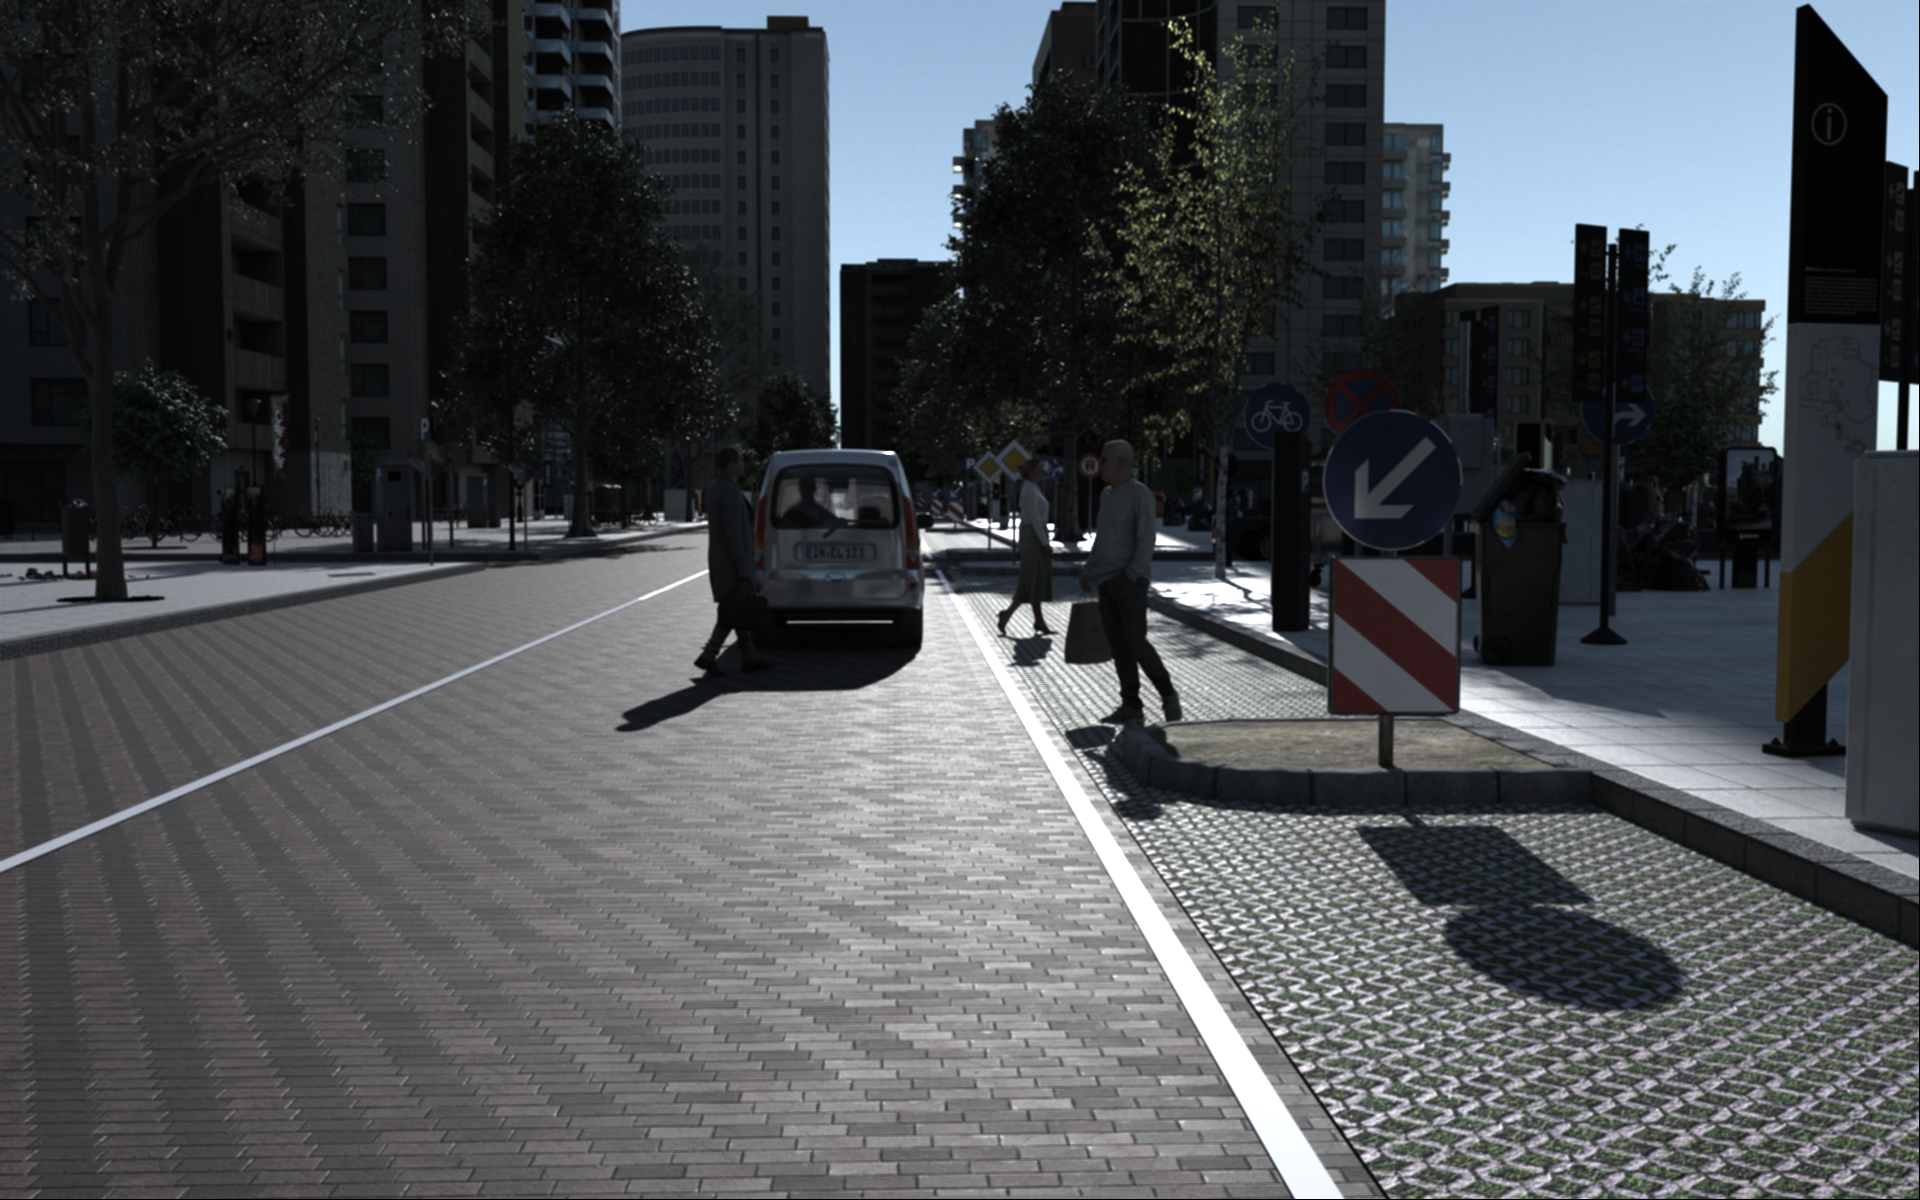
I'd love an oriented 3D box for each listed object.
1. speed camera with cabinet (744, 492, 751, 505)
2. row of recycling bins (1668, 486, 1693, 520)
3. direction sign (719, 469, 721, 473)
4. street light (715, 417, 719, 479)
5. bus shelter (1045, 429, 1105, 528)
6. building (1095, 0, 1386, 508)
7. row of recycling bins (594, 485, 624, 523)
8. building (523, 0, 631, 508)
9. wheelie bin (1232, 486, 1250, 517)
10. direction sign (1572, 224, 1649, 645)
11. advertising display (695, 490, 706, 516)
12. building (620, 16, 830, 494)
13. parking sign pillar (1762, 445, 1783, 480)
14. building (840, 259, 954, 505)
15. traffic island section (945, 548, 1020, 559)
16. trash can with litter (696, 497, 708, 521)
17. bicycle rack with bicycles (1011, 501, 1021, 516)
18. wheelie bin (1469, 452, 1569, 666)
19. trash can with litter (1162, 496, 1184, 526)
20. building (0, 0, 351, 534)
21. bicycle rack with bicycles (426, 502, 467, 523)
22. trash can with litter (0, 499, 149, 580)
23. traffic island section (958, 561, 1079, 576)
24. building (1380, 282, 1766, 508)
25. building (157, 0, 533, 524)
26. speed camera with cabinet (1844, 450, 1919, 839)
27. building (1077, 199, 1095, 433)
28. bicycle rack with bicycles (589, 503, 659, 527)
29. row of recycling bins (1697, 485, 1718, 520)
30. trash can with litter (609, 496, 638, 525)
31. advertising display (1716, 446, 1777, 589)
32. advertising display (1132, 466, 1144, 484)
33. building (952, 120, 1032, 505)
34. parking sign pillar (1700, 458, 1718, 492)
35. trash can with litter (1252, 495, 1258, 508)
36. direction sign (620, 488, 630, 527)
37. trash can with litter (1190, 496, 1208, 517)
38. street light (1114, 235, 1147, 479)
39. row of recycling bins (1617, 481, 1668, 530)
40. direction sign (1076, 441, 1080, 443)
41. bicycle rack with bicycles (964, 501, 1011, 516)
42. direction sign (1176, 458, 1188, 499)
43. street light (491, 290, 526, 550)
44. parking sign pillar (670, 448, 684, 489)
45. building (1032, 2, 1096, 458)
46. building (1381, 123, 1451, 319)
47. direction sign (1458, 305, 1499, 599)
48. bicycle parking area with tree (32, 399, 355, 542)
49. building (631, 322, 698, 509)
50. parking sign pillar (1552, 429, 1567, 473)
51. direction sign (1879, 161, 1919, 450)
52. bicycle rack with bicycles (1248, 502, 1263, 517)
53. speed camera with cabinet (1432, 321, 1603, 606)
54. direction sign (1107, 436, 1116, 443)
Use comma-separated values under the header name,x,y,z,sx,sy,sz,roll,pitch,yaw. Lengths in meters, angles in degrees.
name,x,y,z,sx,sy,sz,roll,pitch,yaw
speed camera with cabinet,-14.620,-7.295,113.606,0.660,3.252,2.038,3,5,40
row of recycling bins,34.688,-4.797,85.551,3.534,1.692,1.069,0,4,4
direction sign,-13.190,-6.339,95.634,0.379,3.537,0.876,-1,4,-18
street light,-12.156,-6.949,86.407,0.468,5.910,1.993,0,4,-2
bus shelter,4.361,-4.557,65.788,1.731,3.624,6.357,0,4,-2
building,19.590,-42.474,132.699,20.563,71.187,20.611,0,4,-2
row of recycling bins,-15.910,-4.384,78.787,1.069,1.692,3.534,0,4,0
building,-36.130,-49.803,126.958,22.319,86.520,31.000,0,4,-2
wheelie bin,10.837,-3.605,66.850,0.693,1.594,0.980,0,4,6
direction sign,5.544,-1.395,14.812,0.876,3.537,0.379,-2,4,-29
advertising display,-15.089,-5.837,100.653,0.123,1.923,0.974,-3,5,-44
building,-30.504,-41.305,217.329,28.212,58.520,21.231,0,4,-2
parking sign pillar,44.515,-6.497,94.700,1.447,3.967,1.447,1,4,16
building,-7.892,-27.152,215.628,14.107,30.474,14.160,0,4,-2
traffic island section,0.691,-1.047,39.402,2.009,0.180,2.903,0,4,-2
trash can with litter,-12.227,-4.462,84.007,1.678,1.210,2.233,0,4,-5
bicycle rack with bicycles,5.076,-5.906,109.937,2.852,0.926,2.925,1,4,14
wheelie bin,4.248,-0.322,13.165,0.693,1.594,0.980,1,4,12
trash can with litter,8.443,-3.537,69.212,1.055,1.170,0.624,-3,5,-42
building,-30.925,-17.685,60.855,14.160,30.474,14.107,0,4,-2
bicycle rack with bicycles,-22.539,-3.956,78.060,2.852,0.926,2.925,3,5,41
trash can with litter,-13.683,-0.942,26.452,2.233,1.210,1.678,2,4,25
traffic island section,1.003,-0.559,31.423,2.009,0.180,2.903,0,4,-2
building,56.573,-19.724,167.528,28.899,21.520,27.650,0,4,-2
building,-30.548,-19.389,88.713,14.160,30.474,14.107,0,4,-2
speed camera with cabinet,4.444,-0.759,6.753,2.038,3.252,0.660,-2,4,-24
building,16.538,-23.214,151.244,14.160,30.474,14.107,0,4,-2
bicycle rack with bicycles,-13.510,-3.448,69.756,2.925,0.926,2.852,-2,4,-35
row of recycling bins,36.331,-4.516,80.949,1.069,1.692,3.534,-3,4,-36
trash can with litter,-14.458,-3.821,73.536,1.678,1.210,2.233,1,4,16
advertising display,10.697,-1.122,23.565,0.974,1.923,0.123,-2,4,-25
advertising display,3.953,-2.108,39.686,0.123,1.923,0.974,-1,4,-19
building,14.187,-36.761,220.647,30.456,49.044,23.786,0,4,-2
parking sign pillar,42.884,-6.736,98.613,1.447,3.967,1.447,-3,4,-37
trash can with litter,16.367,-5.334,98.266,2.233,1.210,1.678,3,5,43
direction sign,-12.954,-4.577,66.835,0.379,3.537,0.876,-2,4,-26
trash can with litter,12.668,-4.870,91.005,1.055,1.170,0.624,-1,4,-12
street light,3.040,-3.561,31.002,0.468,5.910,1.993,0,4,-2
row of recycling bins,20.608,-2.945,55.261,1.069,1.692,3.534,-2,4,-32
direction sign,4.612,-4.821,70.822,0.876,3.537,0.379,3,5,40
bicycle rack with bicycles,1.191,-5.605,105.022,2.925,0.926,2.852,-1,4,-10
direction sign,13.911,-7.131,108.592,0.876,3.537,0.379,-1,4,-23
street light,-10.226,-4.074,39.393,0.468,5.910,1.993,0,4,-2
parking sign pillar,-16.578,-6.921,101.631,1.447,3.967,1.447,-2,4,-27
building,18.506,-33.350,168.971,21.300,48.544,21.600,0,4,-2
building,45.796,-36.845,222.017,30.456,49.044,23.786,0,4,-2
direction sign,6.347,-1.792,21.290,0.379,3.537,0.876,-1,4,-13
bicycle parking area with tree,-21.661,-3.859,50.101,9.016,4.147,8.231,1,4,21
building,-40.946,-19.547,164.635,28.899,21.520,27.650,0,4,-2
parking sign pillar,24.591,-5.119,72.163,1.447,3.967,1.447,3,5,45
direction sign,6.622,-1.233,12.165,0.876,3.537,0.379,-3,5,-41
bicycle rack with bicycles,13.812,-4.074,79.999,2.925,0.926,2.852,-1,4,-18
speed camera with cabinet,6.483,-1.577,20.113,2.038,3.252,0.660,0,4,2
direction sign,5.185,-3.970,56.900,0.876,3.537,0.379,3,5,43
